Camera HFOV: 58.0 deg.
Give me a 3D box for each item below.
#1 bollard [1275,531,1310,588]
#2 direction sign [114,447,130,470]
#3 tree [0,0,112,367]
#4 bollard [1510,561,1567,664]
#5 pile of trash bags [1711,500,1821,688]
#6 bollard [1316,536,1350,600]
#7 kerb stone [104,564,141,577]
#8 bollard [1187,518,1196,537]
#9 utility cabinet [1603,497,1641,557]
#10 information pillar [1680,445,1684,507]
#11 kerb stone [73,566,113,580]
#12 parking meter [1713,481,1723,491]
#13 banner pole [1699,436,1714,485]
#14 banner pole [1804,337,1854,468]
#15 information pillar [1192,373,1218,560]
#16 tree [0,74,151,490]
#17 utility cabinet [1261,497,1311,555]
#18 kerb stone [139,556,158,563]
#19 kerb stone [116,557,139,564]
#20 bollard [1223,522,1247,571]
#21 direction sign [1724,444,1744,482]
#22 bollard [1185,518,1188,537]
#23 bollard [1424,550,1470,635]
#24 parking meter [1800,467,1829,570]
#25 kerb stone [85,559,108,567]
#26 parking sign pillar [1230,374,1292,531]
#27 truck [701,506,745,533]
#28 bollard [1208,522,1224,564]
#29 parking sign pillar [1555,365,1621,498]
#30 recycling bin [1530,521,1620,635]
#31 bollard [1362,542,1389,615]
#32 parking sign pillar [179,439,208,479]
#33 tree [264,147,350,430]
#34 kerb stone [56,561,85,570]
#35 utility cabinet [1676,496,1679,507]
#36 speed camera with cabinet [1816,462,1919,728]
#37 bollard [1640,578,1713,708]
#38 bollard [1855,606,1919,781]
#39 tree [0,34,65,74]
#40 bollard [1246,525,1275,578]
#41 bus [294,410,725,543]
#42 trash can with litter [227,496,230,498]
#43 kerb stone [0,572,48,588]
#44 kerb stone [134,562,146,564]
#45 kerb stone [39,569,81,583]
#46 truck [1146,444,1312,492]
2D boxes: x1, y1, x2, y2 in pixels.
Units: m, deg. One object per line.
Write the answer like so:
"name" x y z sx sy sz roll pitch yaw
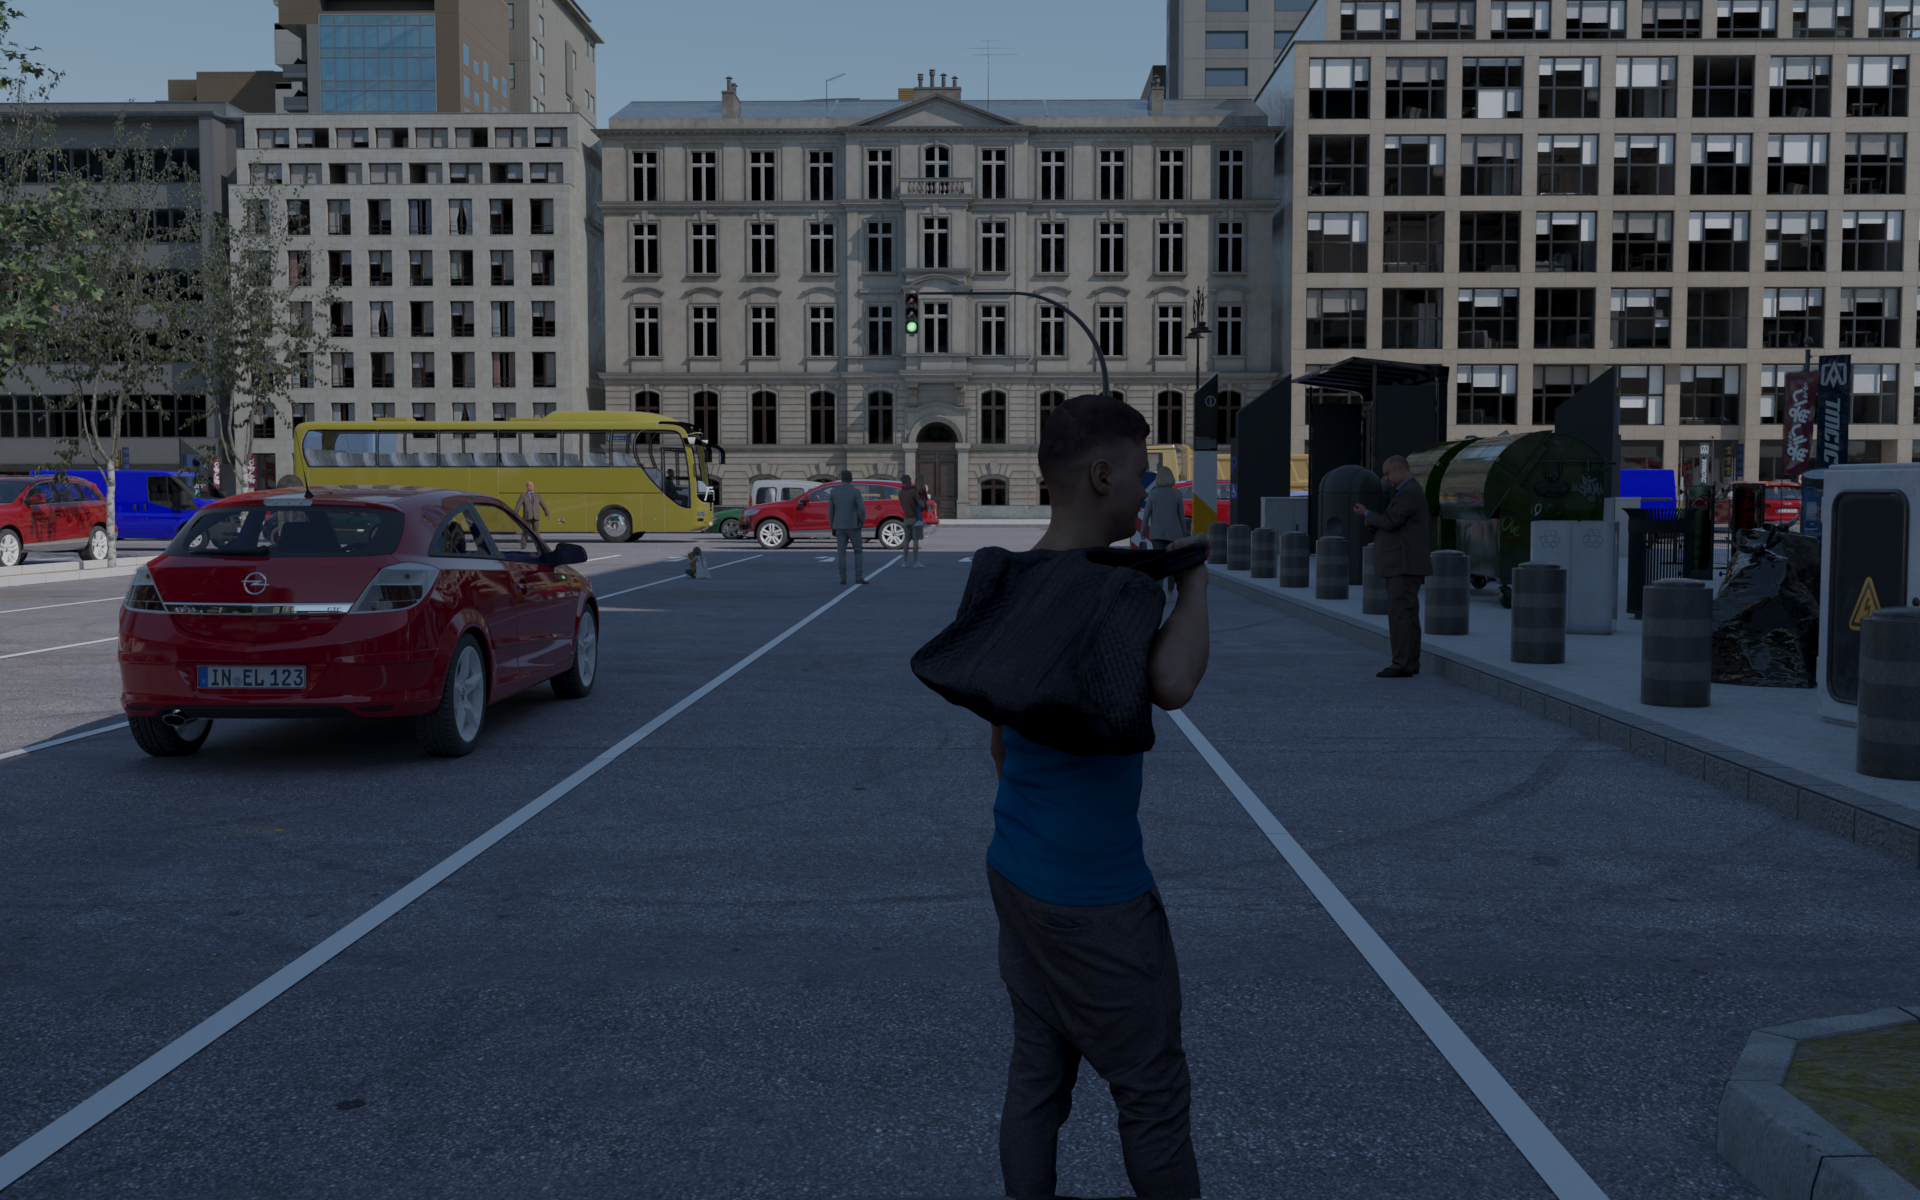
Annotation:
"bollard" 4.613 -0.560 23.876 0.404 0.777 0.398 0 3 0
"direction sign" -40.382 -5.590 83.397 0.379 3.537 0.876 2 4 31
"tree" -16.039 -6.190 20.667 9.611 12.733 9.660 0 3 0
"bollard" 4.419 0.091 13.224 0.404 0.777 0.398 0 3 0
"pile of trash bags" 6.649 -0.175 12.607 1.912 1.369 3.447 3 5 39
"bollard" 4.564 -0.397 21.216 0.404 0.777 0.398 0 3 0
"kerb stone" -14.699 -0.501 30.392 0.120 0.150 1.000 0 4 1
"bollard" 4.810 -1.213 34.542 0.404 0.777 0.398 0 3 0
"utility cabinet" 13.481 -1.479 35.340 1.020 1.237 0.306 -3 5 -40
"information pillar" 34.894 -5.649 83.710 0.183 3.616 0.504 1 4 18
"kerb stone" -14.712 -0.433 29.365 0.120 0.150 1.000 0 4 1
"parking meter" 34.161 -4.428 78.104 0.399 1.863 0.255 0 4 -1
"banner pole" 32.087 -5.160 74.387 0.863 3.779 0.401 -1 4 -13
"banner pole" 13.677 -2.294 27.521 0.863 3.779 0.401 3 4 38
"information pillar" 4.744 -2.574 33.439 0.504 3.616 0.183 -1 4 -10
"tree" -15.845 -4.862 32.314 4.360 8.622 3.978 0 3 0
"utility cabinet" 6.868 -1.548 36.468 1.020 1.237 0.306 -1 4 -9
"kerb stone" -16.697 -0.809 35.531 0.120 0.150 1.000 0 4 1
"kerb stone" -16.721 -0.753 34.501 0.120 0.150 1.000 0 4 1
"bollard" 4.712 -0.887 29.219 0.404 0.777 0.398 0 3 0
"direction sign" 34.901 -5.271 78.172 0.379 3.537 0.876 -3 5 -41
"bollard" 4.854 -1.376 37.218 0.404 0.777 0.398 0 3 0
"bollard" 4.471 -0.072 15.892 0.404 0.777 0.398 0 3 0
"parking meter" 8.143 -0.488 16.382 0.372 1.533 0.369 0 3 0
"kerb stone" -16.732 -0.690 33.469 0.120 0.150 1.000 0 4 1
"parking sign pillar" 6.735 -3.079 38.822 1.447 3.967 1.447 -1 4 -16
"truck" -15.589 -4.542 64.021 18.799 4.110 2.967 0 4 2
"bollard" 4.762 -1.050 31.881 0.404 0.777 0.398 0 3 0
"parking sign pillar" 13.323 -2.956 36.805 1.447 3.967 1.447 -3 5 -45
"recycling bin" 5.728 -0.220 16.145 0.722 1.027 0.722 2 4 25
"bollard" 4.519 -0.235 18.552 0.404 0.777 0.398 0 3 0
"parking sign pillar" -37.453 -5.885 84.697 1.447 3.967 1.447 2 4 28
"tree" -15.197 -5.135 36.770 4.360 8.622 3.978 0 3 0
"kerb stone" -16.758 -0.627 32.439 0.120 0.150 1.000 0 4 1
"utility cabinet" 31.665 -4.011 76.738 0.306 1.237 1.020 1 4 20
"speed camera with cabinet" 5.237 -0.882 8.763 0.660 3.252 2.038 0 4 -7
"bollard" 4.371 0.254 10.564 0.404 0.777 0.398 0 3 0
"bollard" 4.323 0.417 7.903 0.404 0.777 0.398 0 3 0
"tree" -15.750 -4.590 27.860 4.360 8.622 3.978 0 3 0
"bollard" 4.662 -0.723 26.541 0.404 0.777 0.398 0 3 0
"bus" -13.310 -3.678 51.682 12.252 3.916 2.896 0 4 0
"trash can with litter" -32.674 -4.001 76.467 1.678 1.210 2.233 1 4 11
"kerb stone" -14.755 -0.311 27.303 0.120 0.150 1.000 0 4 1
"kerb stone" -14.681 -0.564 31.420 0.120 0.150 1.000 0 4 1
"kerb stone" -14.736 -0.368 28.330 0.120 0.150 1.000 0 4 1
"truck" 10.127 -4.447 68.633 9.791 3.379 3.469 0 4 3
